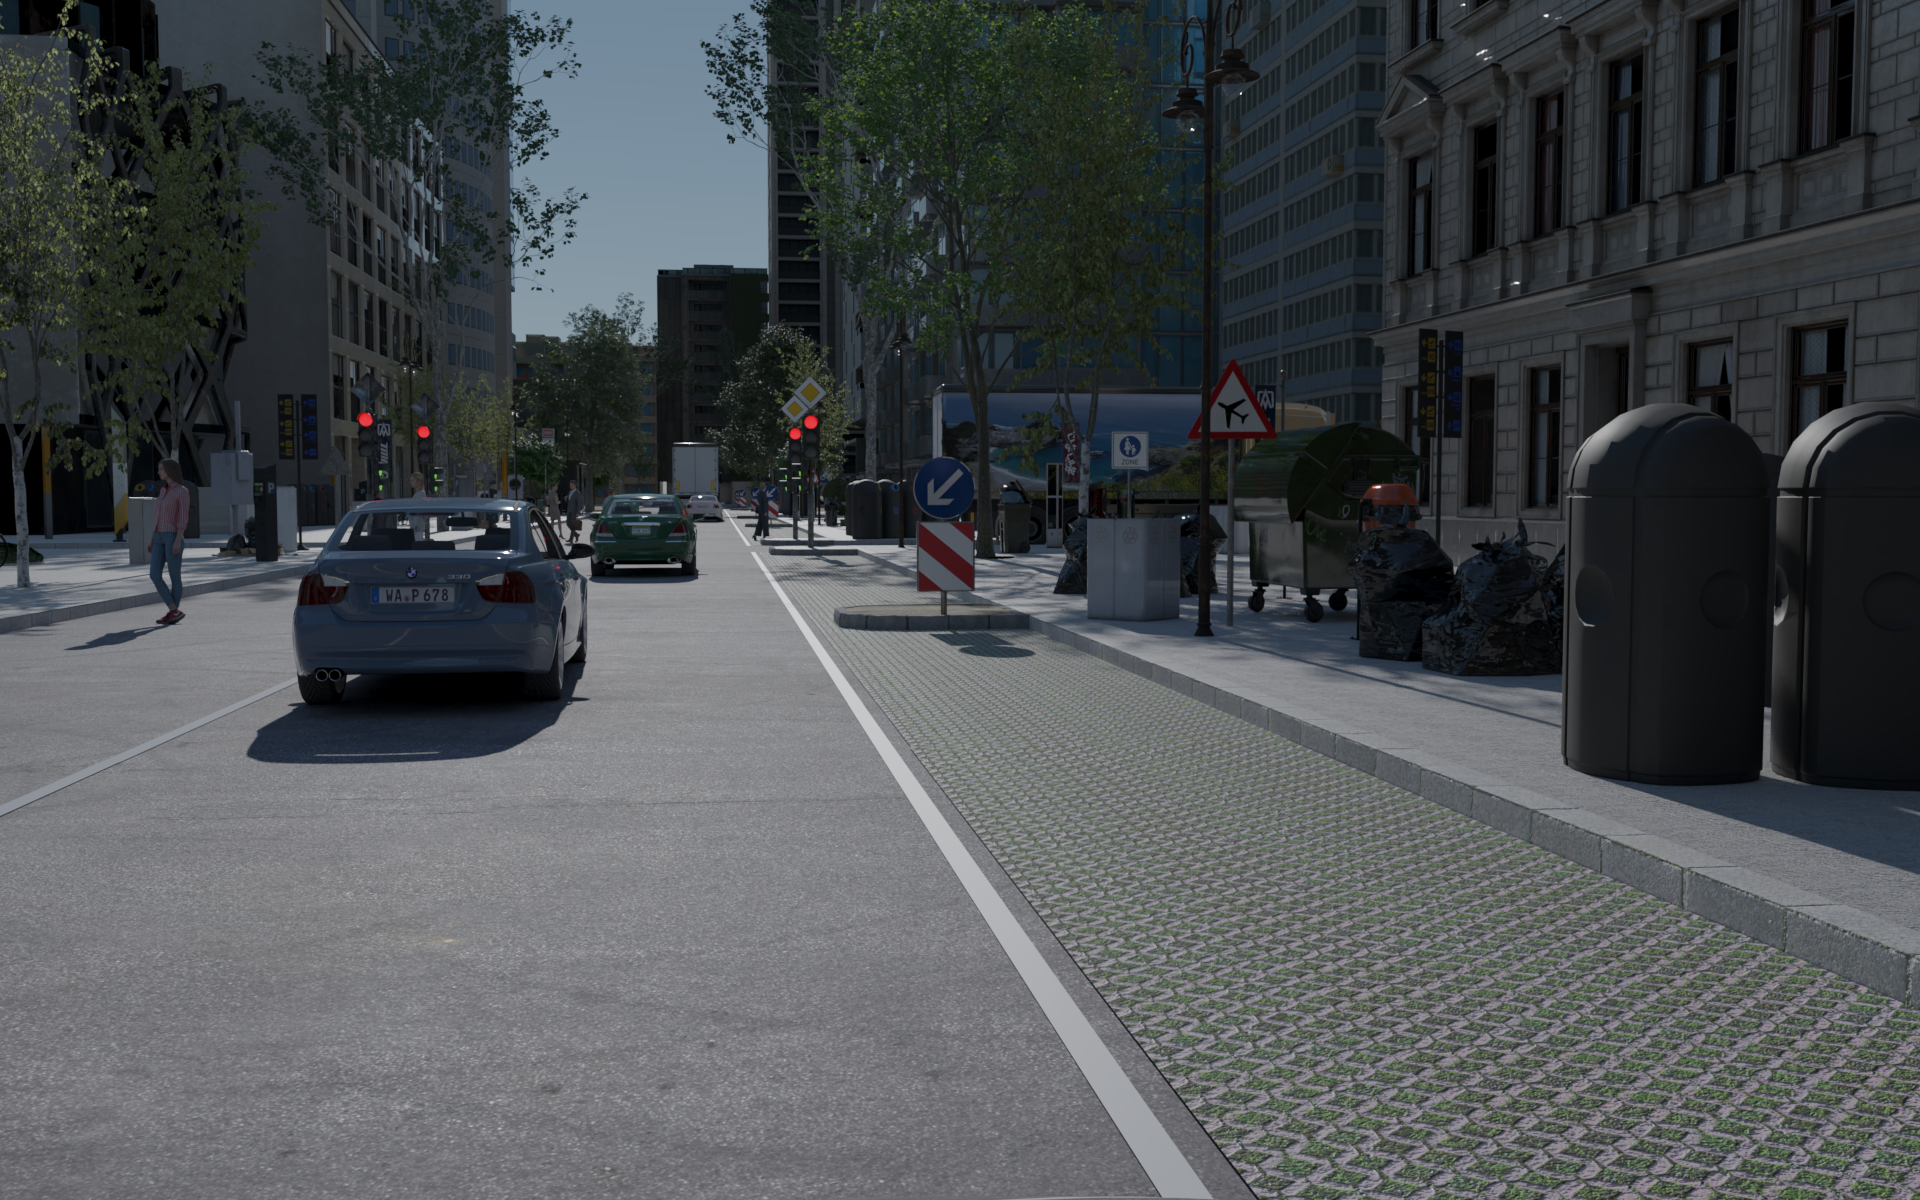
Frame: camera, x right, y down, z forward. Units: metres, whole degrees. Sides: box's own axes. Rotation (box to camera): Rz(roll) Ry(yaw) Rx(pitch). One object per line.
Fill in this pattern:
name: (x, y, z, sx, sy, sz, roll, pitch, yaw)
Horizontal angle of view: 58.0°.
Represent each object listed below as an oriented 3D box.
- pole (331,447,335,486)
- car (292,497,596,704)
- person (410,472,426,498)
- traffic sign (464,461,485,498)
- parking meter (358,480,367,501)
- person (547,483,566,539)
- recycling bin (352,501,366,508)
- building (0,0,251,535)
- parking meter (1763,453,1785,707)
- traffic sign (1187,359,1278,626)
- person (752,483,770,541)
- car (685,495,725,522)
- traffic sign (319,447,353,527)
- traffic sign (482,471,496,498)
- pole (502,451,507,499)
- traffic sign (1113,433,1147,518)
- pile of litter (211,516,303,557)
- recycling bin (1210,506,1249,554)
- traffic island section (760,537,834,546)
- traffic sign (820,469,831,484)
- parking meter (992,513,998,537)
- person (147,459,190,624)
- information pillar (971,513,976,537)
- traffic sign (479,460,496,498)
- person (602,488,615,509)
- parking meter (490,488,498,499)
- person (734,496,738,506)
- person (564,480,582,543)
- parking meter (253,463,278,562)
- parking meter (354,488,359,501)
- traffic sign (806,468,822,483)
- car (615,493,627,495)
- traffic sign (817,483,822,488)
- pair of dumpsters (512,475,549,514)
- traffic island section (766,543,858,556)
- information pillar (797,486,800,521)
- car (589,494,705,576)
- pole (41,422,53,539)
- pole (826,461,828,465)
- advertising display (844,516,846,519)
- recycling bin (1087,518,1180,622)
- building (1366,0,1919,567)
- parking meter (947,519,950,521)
pole: (-27.011, -4.946, 74.708, 0.158, 3.312, 0.155, 0, 3, 0)
car: (-3.825, -0.073, 13.194, 2.014, 1.417, 4.499, -1, 4, -9)
person: (-8.710, -1.168, 27.953, 0.624, 1.780, 0.694, 0, 4, -1)
traffic sign: (-18.532, -4.036, 66.103, 0.768, 2.556, 0.104, 0, 4, -6)
parking meter: (-25.100, -4.111, 72.933, 0.399, 1.863, 0.255, 0, 4, 2)
person: (-12.794, -2.815, 54.868, 0.599, 1.781, 0.374, 3, 5, 41)
recycling bin: (-20.581, -2.907, 60.089, 0.722, 1.027, 0.722, 3, 5, 40)
building: (-34.482, -11.825, 60.793, 16.820, 18.784, 16.811, 0, 4, -8)
parking meter: (5.003, -0.128, 10.502, 0.372, 1.533, 0.369, 0, 3, 0)
traffic sign: (2.623, -1.025, 16.763, 0.884, 2.594, 0.081, 0, 4, -3)
person: (-6.035, -2.685, 52.821, 0.576, 1.772, 0.534, 2, 4, 32)
car: (-13.306, -4.759, 90.173, 2.083, 1.381, 4.827, 0, 4, -6)
traffic sign: (-17.058, -2.896, 47.348, 0.884, 2.594, 0.081, 0, 4, -7)
traffic sign: (-20.509, -4.483, 75.427, 0.606, 2.300, 0.079, 0, 4, -5)
pole: (-21.533, -5.386, 81.898, 0.158, 3.312, 0.155, 0, 3, 0)
traffic sign: (2.780, -1.609, 28.430, 0.606, 2.300, 0.079, 0, 4, -8)
pile of litter: (-14.594, -1.348, 36.003, 1.719, 0.858, 1.176, -1, 4, -9)
recycling bin: (5.850, -1.518, 37.379, 0.722, 1.027, 0.722, 3, 4, 37)
traffic island section: (-4.666, -1.655, 49.348, 2.009, 0.180, 2.903, 0, 4, -8)
traffic sign: (-6.744, -5.328, 87.225, 0.768, 2.556, 0.104, 0, 4, -6)
parking meter: (0.978, -2.800, 51.495, 0.399, 1.863, 0.255, 0, 4, 1)
person: (-8.779, -0.652, 19.175, 0.555, 1.821, 0.388, 1, 4, 20)
information pillar: (0.367, -3.679, 51.506, 0.183, 3.616, 0.504, 0, 4, 0)
traffic sign: (-18.294, -4.076, 66.650, 0.884, 2.594, 0.081, 0, 4, -3)
person: (-9.845, -2.359, 48.885, 0.330, 1.601, 0.589, -3, 5, -40)
parking meter: (-20.584, -4.160, 76.431, 0.372, 1.533, 0.369, 0, 3, 0)
person: (-24.744, -11.237, 192.737, 0.721, 1.766, 1.217, 2, 4, 29)
person: (-11.344, -2.596, 50.905, 0.622, 1.834, 0.822, 2, 4, 26)
parking meter: (-13.200, -1.664, 32.923, 0.255, 1.863, 0.399, 1, 4, 18)
parking meter: (-26.268, -4.115, 75.685, 0.372, 1.533, 0.369, 0, 3, 0)
traffic sign: (-7.215, -5.195, 84.945, 0.884, 2.594, 0.081, 0, 4, -4)
car: (-21.116, -6.129, 109.003, 1.959, 1.807, 4.718, -1, 4, -10)
traffic sign: (-8.680, -6.405, 105.901, 0.795, 2.450, 0.064, 0, 4, -4)
pair of dumpsters: (-21.117, -5.039, 84.878, 1.574, 2.255, 4.437, 0, 4, -8)
traffic island section: (-3.544, -1.172, 41.442, 2.009, 0.180, 2.903, 0, 4, -8)
information pillar: (-7.924, -4.865, 84.038, 0.304, 2.012, 0.304, 0, 4, -7)
car: (-5.763, -1.223, 31.796, 2.131, 1.459, 4.920, -1, 4, -8)
pole: (-25.879, -3.379, 49.092, 0.158, 3.312, 0.155, 0, 3, 0)
pole: (-8.278, -6.948, 107.442, 0.158, 3.312, 0.155, 0, 3, 0)
advertising display: (-5.611, -4.898, 85.288, 0.123, 1.923, 0.974, -1, 4, -13)
recycling bin: (1.788, -0.322, 17.819, 0.722, 1.027, 0.722, 3, 4, 38)
building: (14.100, -9.839, 25.499, 10.561, 19.102, 19.286, 0, 4, -8)
parking meter: (-0.526, -3.182, 60.433, 0.372, 1.533, 0.369, 0, 3, 0)
